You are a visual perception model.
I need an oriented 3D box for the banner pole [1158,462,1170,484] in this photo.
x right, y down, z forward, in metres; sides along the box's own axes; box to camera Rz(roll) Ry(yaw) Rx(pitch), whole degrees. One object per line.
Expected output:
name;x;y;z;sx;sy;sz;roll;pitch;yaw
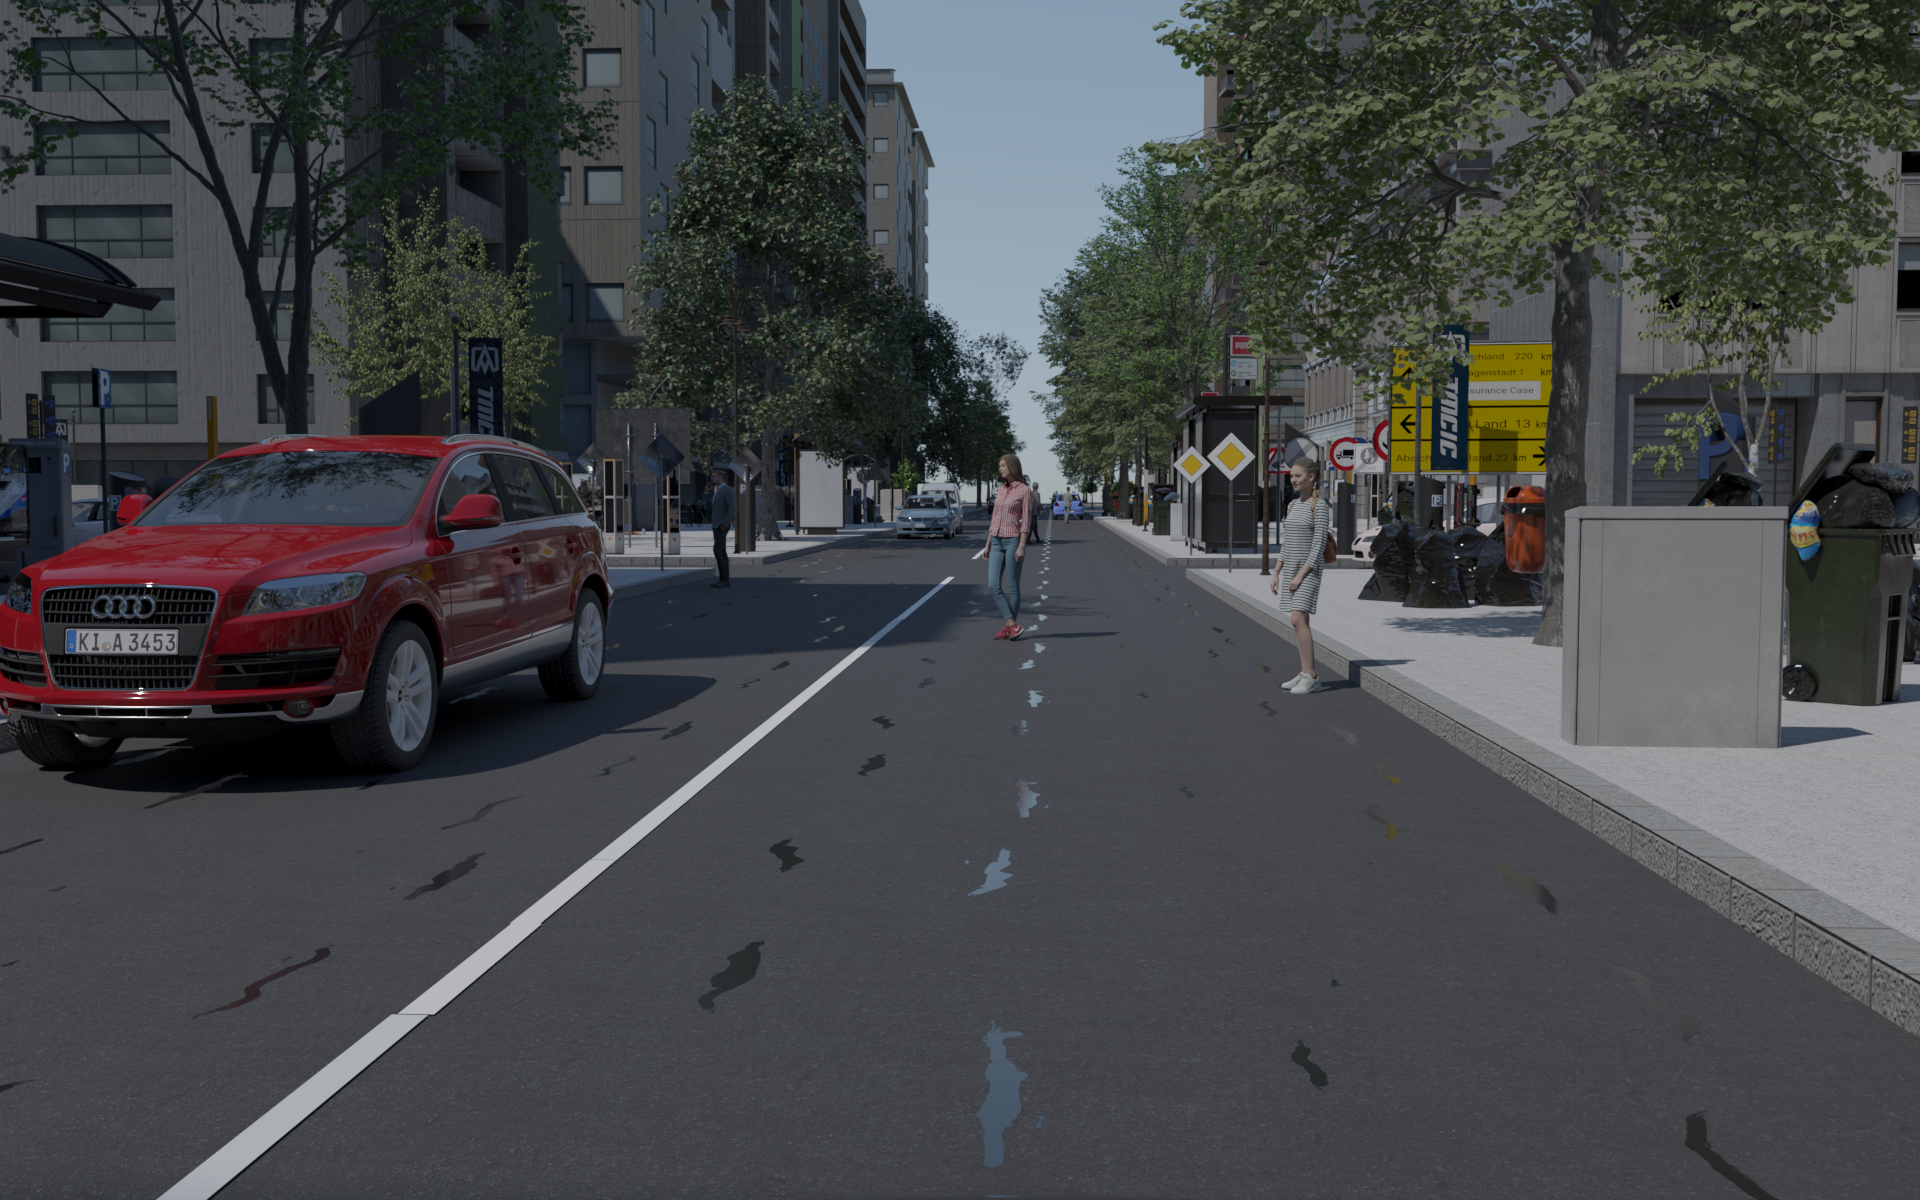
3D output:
banner pole;10.984;-6.276;92.625;0.863;3.779;0.401;1;4;16

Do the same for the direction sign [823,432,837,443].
direction sign;-4.478;-4.170;60.182;0.876;3.537;0.379;-2;4;-35

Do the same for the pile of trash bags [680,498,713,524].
pile of trash bags;-11.472;-3.968;74.630;1.912;1.369;3.447;2;4;27

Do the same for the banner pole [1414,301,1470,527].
banner pole;6.202;-1.990;22.551;0.863;3.779;0.401;1;4;16

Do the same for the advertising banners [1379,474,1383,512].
advertising banners;11.793;-3.202;48.545;0.090;3.025;2.074;1;4;12

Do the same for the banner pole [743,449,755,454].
banner pole;-10.785;-6.003;88.174;0.863;3.779;0.401;1;4;15

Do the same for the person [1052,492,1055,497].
person;12.158;-13.045;222.696;0.541;1.710;0.530;2;4;26

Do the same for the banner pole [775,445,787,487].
banner pole;-9.046;-5.942;87.173;0.863;3.779;0.401;1;4;19

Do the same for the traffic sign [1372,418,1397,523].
traffic sign;7.199;-1.748;28.679;0.768;2.556;0.104;1;4;11

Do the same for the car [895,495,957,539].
car;-1.080;-2.716;56.413;2.014;1.417;4.499;0;4;2

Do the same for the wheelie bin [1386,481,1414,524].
wheelie bin;10.490;-2.008;40.732;0.980;1.594;0.693;-3;5;-41

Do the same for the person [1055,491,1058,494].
person;12.479;-13.180;223.629;1.348;1.869;0.705;0;4;-4

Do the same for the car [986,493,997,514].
car;2.934;-7.116;125.379;2.155;1.783;4.494;0;4;1

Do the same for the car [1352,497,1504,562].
car;9.871;-1.247;32.744;4.827;1.381;2.083;0;4;4

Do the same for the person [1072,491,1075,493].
person;8.848;-7.738;136.492;0.593;1.643;0.415;0;4;1

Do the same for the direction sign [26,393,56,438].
direction sign;-20.841;-2.897;39.358;0.379;3.537;0.876;1;4;12

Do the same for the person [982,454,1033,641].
person;0.453;-0.522;17.051;0.555;1.821;0.388;2;4;34

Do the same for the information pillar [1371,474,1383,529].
information pillar;14.499;-3.410;60.238;0.304;2.012;0.304;-3;5;-44

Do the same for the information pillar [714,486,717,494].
information pillar;-8.051;-3.269;57.947;0.304;2.012;0.304;-1;4;-14

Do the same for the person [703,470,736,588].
person;-3.709;-1.103;26.712;0.473;1.802;0.592;-1;4;-15

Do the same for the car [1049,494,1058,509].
car;9.706;-9.506;167.223;2.131;1.459;4.920;0;4;1

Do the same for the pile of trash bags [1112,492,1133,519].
pile of trash bags;9.428;-4.892;89.736;3.447;1.369;1.912;-2;4;-25

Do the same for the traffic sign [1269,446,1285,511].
traffic sign;8.459;-2.811;46.061;0.768;2.556;0.104;1;4;10

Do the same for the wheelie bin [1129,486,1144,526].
wheelie bin;7.394;-3.817;70.318;0.980;1.594;0.693;-1;4;-11

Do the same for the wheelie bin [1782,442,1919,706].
wheelie bin;5.531;-0.174;10.749;0.980;1.594;0.693;-3;5;-43

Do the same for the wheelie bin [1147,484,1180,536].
wheelie bin;6.293;-2.792;53.558;0.980;1.594;0.693;0;4;6

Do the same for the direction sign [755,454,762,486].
direction sign;-11.298;-6.501;98.282;0.876;3.537;0.379;0;4;-6

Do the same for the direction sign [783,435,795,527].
direction sign;-6.591;-4.591;67.057;0.379;3.537;0.876;-3;5;-41

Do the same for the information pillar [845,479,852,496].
information pillar;-5.392;-4.800;82.973;0.304;2.012;0.304;-3;4;-36

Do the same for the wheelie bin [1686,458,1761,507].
wheelie bin;6.880;-0.473;15.643;0.693;1.594;0.980;1;4;22

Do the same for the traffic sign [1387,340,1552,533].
traffic sign;6.886;-1.793;23.189;2.265;3.308;0.079;1;4;11

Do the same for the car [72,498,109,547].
car;-16.774;-1.298;33.588;4.827;1.381;2.083;0;4;4

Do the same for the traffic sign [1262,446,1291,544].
traffic sign;8.220;-2.729;44.615;0.884;2.594;0.081;0;4;8

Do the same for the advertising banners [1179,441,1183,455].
advertising banners;8.115;-3.753;57.552;2.074;3.025;0.090;-2;4;-28

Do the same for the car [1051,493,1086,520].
car;6.065;-5.330;96.744;1.945;1.707;3.694;0;4;3

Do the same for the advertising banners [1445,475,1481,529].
advertising banners;7.101;-1.738;24.609;0.090;3.025;2.074;0;4;3

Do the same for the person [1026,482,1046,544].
person;2.181;-2.488;49.573;0.834;1.777;0.661;-3;5;-42

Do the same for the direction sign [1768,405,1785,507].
direction sign;20.896;-3.205;44.391;0.379;3.537;0.876;0;4;2

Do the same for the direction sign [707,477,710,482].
direction sign;-16.185;-7.169;109.207;0.876;3.537;0.379;1;4;18

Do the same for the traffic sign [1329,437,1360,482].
traffic sign;8.601;-2.357;38.636;0.768;2.556;0.104;0;4;6

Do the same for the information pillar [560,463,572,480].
information pillar;-9.300;-2.212;40.661;0.304;2.012;0.304;3;5;42

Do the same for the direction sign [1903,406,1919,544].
direction sign;24.688;-3.214;44.550;0.876;3.537;0.379;3;5;44

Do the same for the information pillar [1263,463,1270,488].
information pillar;19.299;-7.195;108.992;0.504;3.616;0.183;-1;4;-18

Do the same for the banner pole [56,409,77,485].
banner pole;-26.222;-3.720;50.839;0.863;3.779;0.401;-3;5;-45

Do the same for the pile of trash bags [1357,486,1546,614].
pile of trash bags;5.902;-0.613;19.778;1.912;1.369;3.447;0;4;-6

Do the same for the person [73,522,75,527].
person;-16.505;-1.378;31.709;0.731;1.740;0.598;1;4;14

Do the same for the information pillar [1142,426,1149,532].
information pillar;6.356;-4.149;59.198;0.183;3.616;0.504;0;3;0

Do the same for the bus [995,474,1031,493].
bus;4.949;-9.938;157.349;2.948;3.499;13.247;0;4;4

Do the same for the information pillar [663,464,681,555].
information pillar;-6.083;-1.951;36.383;0.304;2.012;0.304;-3;5;-42

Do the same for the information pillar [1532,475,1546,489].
information pillar;8.306;-2.017;24.327;0.504;3.616;0.183;1;4;13

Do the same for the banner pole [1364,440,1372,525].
banner pole;16.876;-4.958;71.085;0.863;3.779;0.401;-2;4;-35

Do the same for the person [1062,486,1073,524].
person;5.289;-4.614;84.131;0.606;1.804;0.583;3;4;36

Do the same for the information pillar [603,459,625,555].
information pillar;-7.330;-1.970;36.701;0.304;2.012;0.304;2;4;28

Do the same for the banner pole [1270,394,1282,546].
banner pole;8.016;-3.269;43.470;0.401;3.779;0.863;1;4;16

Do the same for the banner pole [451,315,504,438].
banner pole;-6.816;-2.100;24.346;0.863;3.779;0.401;-1;4;-12

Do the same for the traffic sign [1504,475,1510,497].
traffic sign;8.334;-1.607;26.388;0.768;2.556;0.104;0;4;6

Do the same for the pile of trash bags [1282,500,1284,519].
pile of trash bags;16.100;-5.008;91.632;3.447;1.369;1.912;2;4;28

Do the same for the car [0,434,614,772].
car;-3.704;-0.124;10.699;2.281;1.827;5.304;0;4;5

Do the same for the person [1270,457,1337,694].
person;2.520;-0.194;12.679;0.522;1.701;0.512;-2;4;-27
